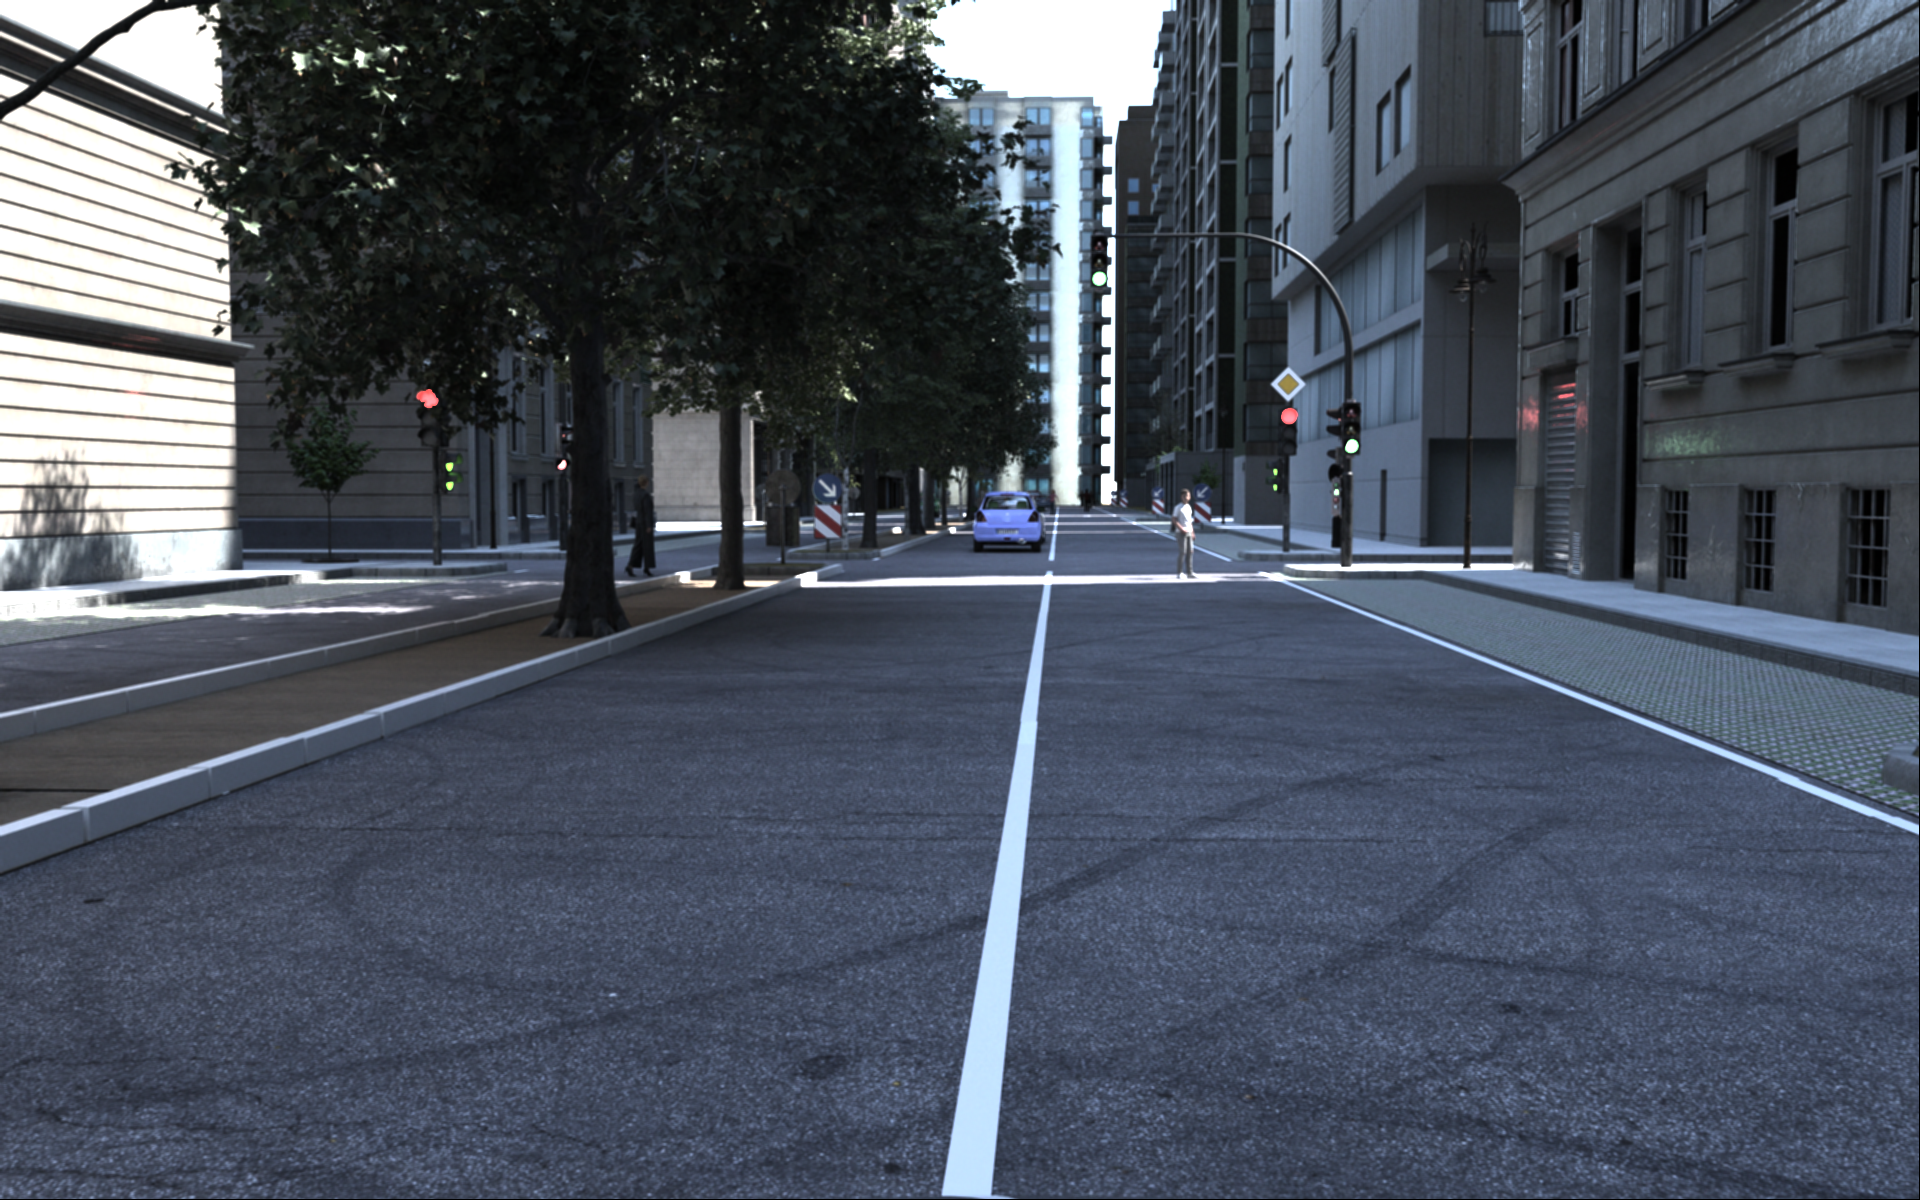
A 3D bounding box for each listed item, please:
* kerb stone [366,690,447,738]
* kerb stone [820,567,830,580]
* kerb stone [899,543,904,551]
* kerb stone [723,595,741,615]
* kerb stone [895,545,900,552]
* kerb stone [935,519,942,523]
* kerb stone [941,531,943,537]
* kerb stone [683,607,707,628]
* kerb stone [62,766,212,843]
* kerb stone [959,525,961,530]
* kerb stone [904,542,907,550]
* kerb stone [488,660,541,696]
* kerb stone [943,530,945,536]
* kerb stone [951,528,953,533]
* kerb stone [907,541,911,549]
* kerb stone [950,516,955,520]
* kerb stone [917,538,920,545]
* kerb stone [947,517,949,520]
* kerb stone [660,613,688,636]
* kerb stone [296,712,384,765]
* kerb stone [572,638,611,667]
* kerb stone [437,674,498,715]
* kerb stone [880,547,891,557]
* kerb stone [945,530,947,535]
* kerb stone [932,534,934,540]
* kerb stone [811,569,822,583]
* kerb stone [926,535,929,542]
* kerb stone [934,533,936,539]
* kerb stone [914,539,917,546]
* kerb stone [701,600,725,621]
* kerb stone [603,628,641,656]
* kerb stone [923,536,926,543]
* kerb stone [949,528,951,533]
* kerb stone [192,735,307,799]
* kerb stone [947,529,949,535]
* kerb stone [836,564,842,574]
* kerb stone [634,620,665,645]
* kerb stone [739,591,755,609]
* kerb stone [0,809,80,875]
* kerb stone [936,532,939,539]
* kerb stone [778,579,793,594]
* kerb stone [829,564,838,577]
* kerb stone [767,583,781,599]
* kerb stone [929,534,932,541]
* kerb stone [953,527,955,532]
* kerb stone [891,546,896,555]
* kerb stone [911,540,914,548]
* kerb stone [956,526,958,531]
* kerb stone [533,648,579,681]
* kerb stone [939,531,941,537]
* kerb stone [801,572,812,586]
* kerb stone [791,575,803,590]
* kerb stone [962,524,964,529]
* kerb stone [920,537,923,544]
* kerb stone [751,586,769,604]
[{"bbox_3d":[-3.418,0.704,10.682,0.120,0.150,1.000,0,4,3],"label":"kerb stone"},{"bbox_3d":[-2.359,-0.423,29.119,0.120,0.150,1.000,0,4,3],"label":"kerb stone"},{"bbox_3d":[-1.566,-1.268,42.928,0.120,0.150,1.000,0,4,3],"label":"kerb stone"},{"bbox_3d":[-2.828,0.079,20.931,0.120,0.150,1.000,0,4,3],"label":"kerb stone"},{"bbox_3d":[-1.626,-1.203,41.907,0.120,0.150,1.000,0,4,3],"label":"kerb stone"},{"bbox_3d":[-1.068,-4.031,88.104,0.120,0.150,1.000,0,4,3],"label":"kerb stone"},{"bbox_3d":[-0.735,-2.145,57.271,0.120,0.150,1.000,0,4,3],"label":"kerb stone"},{"bbox_3d":[-2.950,0.207,18.883,0.120,0.150,1.000,0,4,3],"label":"kerb stone"},{"bbox_3d":[-3.603,0.894,7.607,0.120,0.150,1.000,0,4,3],"label":"kerb stone"},{"bbox_3d":[-0.149,-2.771,67.498,0.120,0.150,1.000,0,4,3],"label":"kerb stone"},{"bbox_3d":[-1.504,-1.330,43.948,0.120,0.150,1.000,0,4,3],"label":"kerb stone"},{"bbox_3d":[-3.306,0.582,12.733,0.120,0.150,1.000,0,4,3],"label":"kerb stone"},{"bbox_3d":[-0.682,-2.208,58.292,0.120,0.150,1.000,0,4,3],"label":"kerb stone"},{"bbox_3d":[-0.450,-2.457,62.394,0.120,0.150,1.000,0,4,3],"label":"kerb stone"},{"bbox_3d":[-1.450,-1.393,44.969,0.120,0.150,1.000,0,4,3],"label":"kerb stone"},{"bbox_3d":[-0.534,-4.590,97.306,0.120,0.150,1.000,0,4,3],"label":"kerb stone"},{"bbox_3d":[-1.272,-1.581,48.040,0.120,0.150,1.000,0,4,3],"label":"kerb stone"},{"bbox_3d":[-0.824,-4.280,92.194,0.120,0.150,1.000,0,4,3],"label":"kerb stone"},{"bbox_3d":[-3.003,0.265,17.857,0.120,0.150,1.000,0,4,3],"label":"kerb stone"},{"bbox_3d":[-3.481,0.774,9.651,0.120,0.150,1.000,0,4,3],"label":"kerb stone"},{"bbox_3d":[-3.186,0.460,14.779,0.120,0.150,1.000,0,4,3],"label":"kerb stone"},{"bbox_3d":[-3.359,0.643,11.702,0.120,0.150,1.000,0,4,3],"label":"kerb stone"},{"bbox_3d":[-1.748,-1.080,39.852,0.120,0.150,1.000,0,4,3],"label":"kerb stone"},{"bbox_3d":[-0.619,-2.270,59.320,0.120,0.150,1.000,0,4,3],"label":"kerb stone"},{"bbox_3d":[-0.978,-1.893,53.173,0.120,0.150,1.000,0,4,3],"label":"kerb stone"},{"bbox_3d":[-2.416,-0.361,28.099,0.120,0.150,1.000,0,4,3],"label":"kerb stone"},{"bbox_3d":[-1.094,-1.769,51.126,0.120,0.150,1.000,0,4,3],"label":"kerb stone"},{"bbox_3d":[-0.920,-1.957,54.199,0.120,0.150,1.000,0,4,3],"label":"kerb stone"},{"bbox_3d":[-1.341,-1.518,47.013,0.120,0.150,1.000,0,4,3],"label":"kerb stone"},{"bbox_3d":[-2.891,0.140,19.903,0.120,0.150,1.000,0,4,3],"label":"kerb stone"},{"bbox_3d":[-3.119,0.394,15.805,0.120,0.150,1.000,0,4,3],"label":"kerb stone"},{"bbox_3d":[-1.150,-1.707,50.103,0.120,0.150,1.000,0,4,3],"label":"kerb stone"},{"bbox_3d":[-0.499,-2.396,61.363,0.120,0.150,1.000,0,4,3],"label":"kerb stone"},{"bbox_3d":[-3.542,0.830,8.627,0.120,0.150,1.000,0,4,3],"label":"kerb stone"},{"bbox_3d":[-0.554,-2.327,60.341,0.120,0.150,1.000,0,4,3],"label":"kerb stone"},{"bbox_3d":[-2.238,-0.547,31.169,0.120,0.150,1.000,0,4,3],"label":"kerb stone"},{"bbox_3d":[-3.066,0.328,16.831,0.120,0.150,1.000,0,4,3],"label":"kerb stone"},{"bbox_3d":[-2.773,0.017,21.951,0.120,0.150,1.000,0,4,3],"label":"kerb stone"},{"bbox_3d":[-3.665,0.959,6.572,0.120,0.150,1.000,0,4,3],"label":"kerb stone"},{"bbox_3d":[-0.854,-2.020,55.219,0.120,0.150,1.000,0,4,3],"label":"kerb stone"},{"bbox_3d":[-2.590,-0.173,25.030,0.120,0.150,1.000,0,4,3],"label":"kerb stone"},{"bbox_3d":[-2.297,-0.486,30.144,0.120,0.150,1.000,0,4,3],"label":"kerb stone"},{"bbox_3d":[-2.656,-0.105,23.999,0.120,0.150,1.000,0,4,3],"label":"kerb stone"},{"bbox_3d":[-1.030,-1.832,52.146,0.120,0.150,1.000,0,4,3],"label":"kerb stone"},{"bbox_3d":[-0.382,-2.521,63.413,0.120,0.150,1.000,0,4,3],"label":"kerb stone"},{"bbox_3d":[-1.682,-1.143,40.886,0.120,0.150,1.000,0,4,3],"label":"kerb stone"},{"bbox_3d":[-1.386,-1.455,45.992,0.120,0.150,1.000,0,4,3],"label":"kerb stone"},{"bbox_3d":[-0.262,-2.646,65.456,0.120,0.150,1.000,0,4,3],"label":"kerb stone"},{"bbox_3d":[-3.247,0.522,13.753,0.120,0.150,1.000,0,4,3],"label":"kerb stone"},{"bbox_3d":[-0.793,-2.081,56.249,0.120,0.150,1.000,0,4,3],"label":"kerb stone"},{"bbox_3d":[-2.480,-0.298,27.071,0.120,0.150,1.000,0,4,3],"label":"kerb stone"},{"bbox_3d":[-2.533,-0.234,26.050,0.120,0.150,1.000,0,4,3],"label":"kerb stone"},{"bbox_3d":[-0.025,-2.896,69.546,0.120,0.150,1.000,0,4,3],"label":"kerb stone"},{"bbox_3d":[-1.211,-1.644,49.071,0.120,0.150,1.000,0,4,3],"label":"kerb stone"},{"bbox_3d":[-2.717,-0.048,22.973,0.120,0.150,1.000,0,4,3],"label":"kerb stone"}]
